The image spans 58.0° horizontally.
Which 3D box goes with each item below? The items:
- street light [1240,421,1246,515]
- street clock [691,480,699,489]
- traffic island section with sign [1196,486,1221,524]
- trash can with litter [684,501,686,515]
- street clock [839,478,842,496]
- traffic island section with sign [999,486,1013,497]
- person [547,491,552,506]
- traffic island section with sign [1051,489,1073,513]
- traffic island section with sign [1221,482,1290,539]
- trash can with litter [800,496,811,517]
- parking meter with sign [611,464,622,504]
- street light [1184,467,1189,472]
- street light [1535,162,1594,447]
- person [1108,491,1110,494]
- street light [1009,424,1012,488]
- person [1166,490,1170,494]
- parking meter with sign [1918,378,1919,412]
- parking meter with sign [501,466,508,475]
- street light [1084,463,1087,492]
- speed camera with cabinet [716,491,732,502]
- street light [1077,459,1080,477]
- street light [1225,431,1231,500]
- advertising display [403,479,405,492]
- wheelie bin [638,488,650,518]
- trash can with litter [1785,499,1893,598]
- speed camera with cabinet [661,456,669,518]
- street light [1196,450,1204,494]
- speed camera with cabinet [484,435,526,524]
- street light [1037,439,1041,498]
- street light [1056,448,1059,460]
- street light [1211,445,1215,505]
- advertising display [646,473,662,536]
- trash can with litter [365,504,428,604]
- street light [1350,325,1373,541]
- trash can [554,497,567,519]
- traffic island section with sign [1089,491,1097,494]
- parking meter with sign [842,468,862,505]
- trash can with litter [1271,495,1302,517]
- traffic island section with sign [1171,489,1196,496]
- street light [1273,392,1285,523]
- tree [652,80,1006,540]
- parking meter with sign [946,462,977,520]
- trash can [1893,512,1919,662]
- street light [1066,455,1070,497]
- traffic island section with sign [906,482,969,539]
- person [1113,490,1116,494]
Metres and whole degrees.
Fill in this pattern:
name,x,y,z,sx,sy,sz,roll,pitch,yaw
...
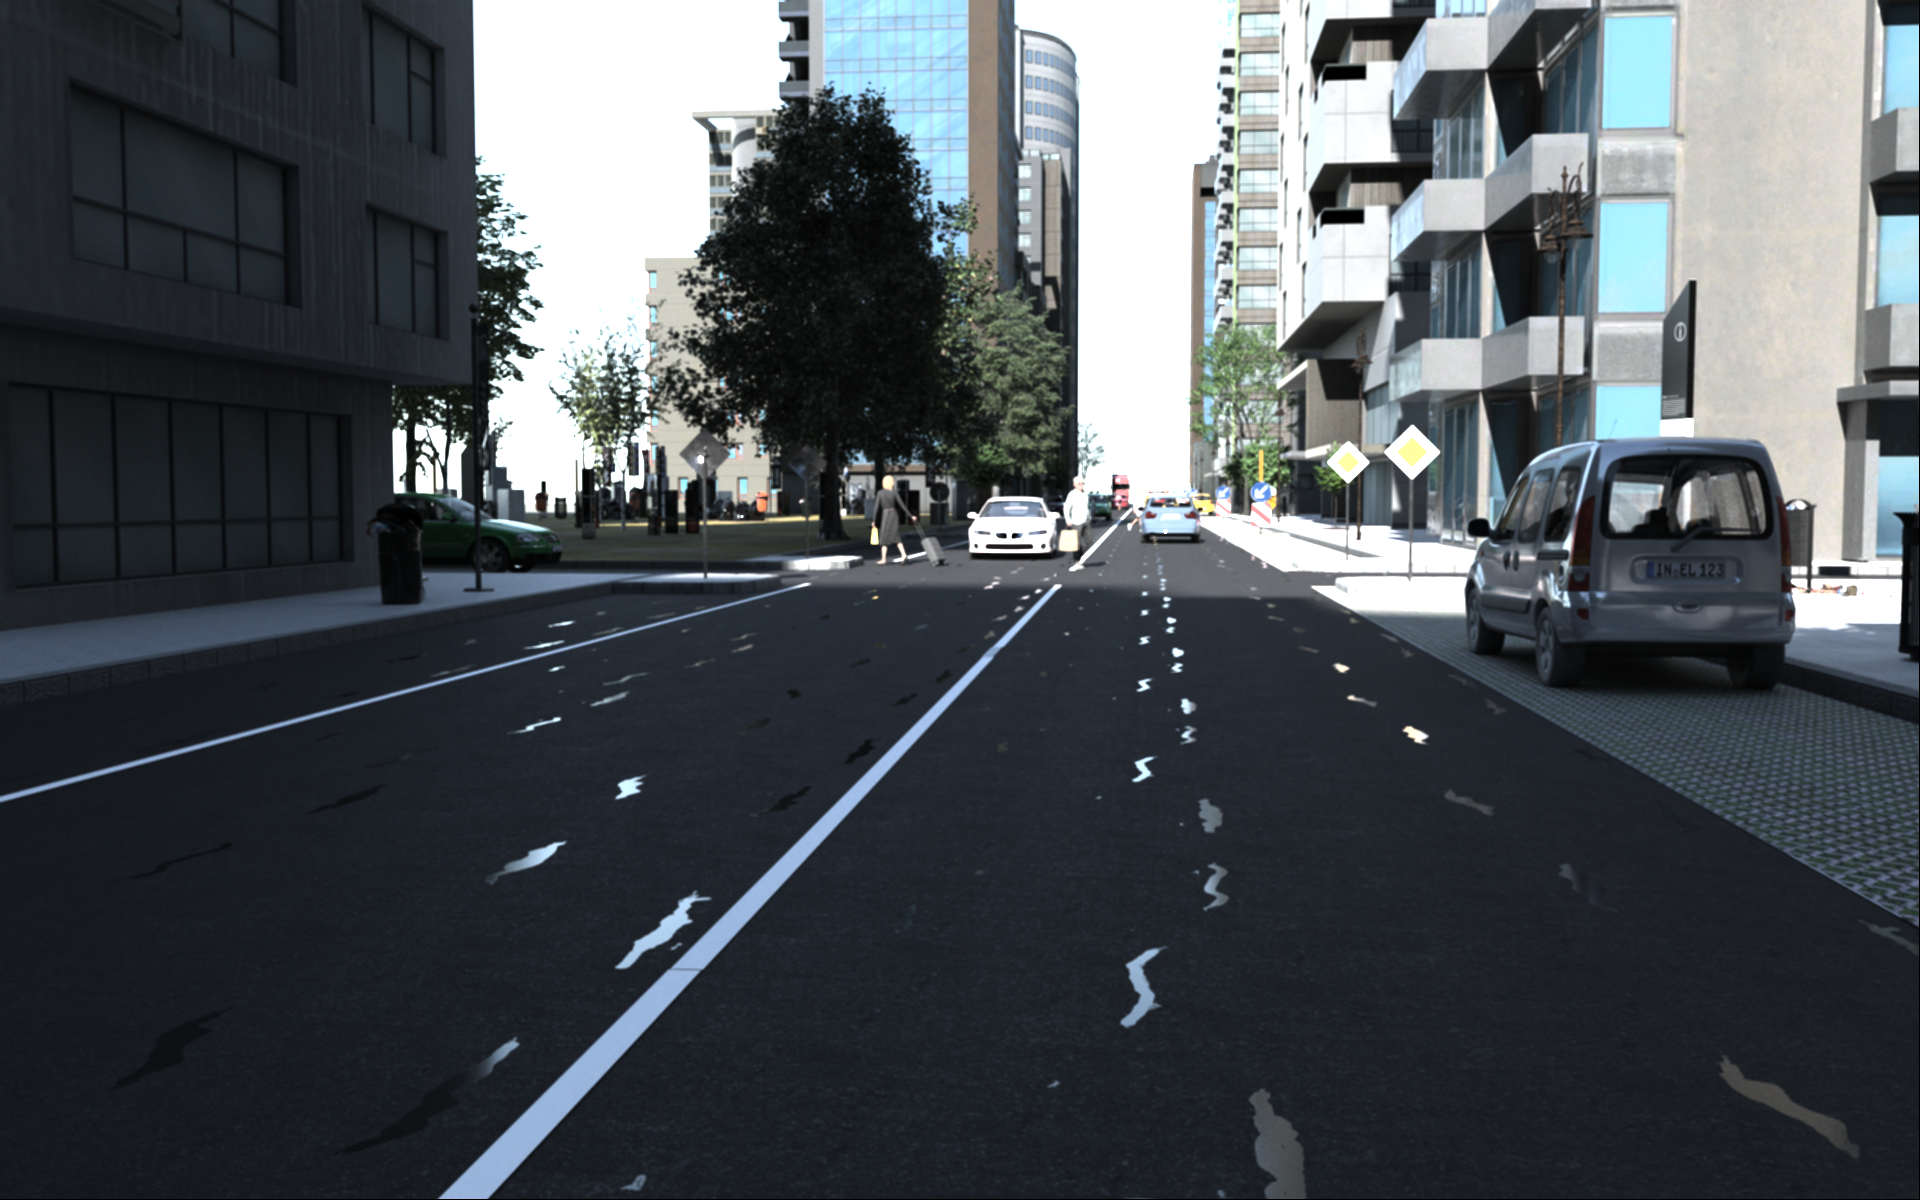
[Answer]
name,x,y,z,sx,sy,sz,roll,pitch,yaw
street light,17.381,-8.205,106.938,0.468,5.910,1.993,0,4,6
street clock,-13.620,-5.168,89.073,0.358,2.002,0.471,1,4,18
traffic island section with sign,12.408,-4.523,82.572,1.989,1.847,2.006,0,4,6
trash can with litter,-16.454,-5.822,106.573,1.055,1.170,0.624,2,4,29
street clock,-5.426,-4.427,76.950,0.358,2.002,0.471,-1,4,-18
traffic island section with sign,2.275,-4.604,83.902,1.989,1.847,2.006,0,4,6
person,-46.600,-11.392,195.577,1.217,1.723,0.721,1,4,13
traffic island section with sign,7.594,-7.636,133.470,1.989,1.847,2.006,0,4,6
traffic island section with sign,9.527,-2.880,55.717,1.989,1.847,2.006,0,4,6
trash can with litter,-8.550,-5.172,95.956,0.624,1.170,1.055,0,4,-1
parking meter with sign,-19.027,-6.085,95.743,0.543,3.016,1.738,-2,4,-29
street light,34.531,-17.922,265.813,0.468,5.910,1.993,0,4,6
street light,8.521,-3.167,24.572,0.468,5.910,1.993,0,4,6
person,16.622,-11.235,192.894,1.217,1.736,0.721,3,4,38
street light,3.211,-8.445,110.859,0.468,5.910,1.993,0,4,6
person,13.238,-6.224,111.079,0.721,1.723,1.217,-3,4,-38
parking meter with sign,14.244,-1.725,24.462,0.543,3.016,1.738,0,4,1
parking meter with sign,-28.331,-6.782,107.146,0.543,3.016,1.738,-1,4,-9
street light,18.314,-17.108,252.508,0.468,5.910,1.993,0,4,6
speed camera with cabinet,-14.167,-6.483,100.336,2.038,3.252,0.660,-3,5,-44
street light,15.262,-15.301,222.964,0.468,5.910,1.993,0,4,6
street light,19.165,-9.256,124.120,0.468,5.910,1.993,0,4,6
advertising display,-24.026,-4.305,75.607,0.123,1.923,0.974,-3,5,-44
wheelie bin,-17.042,-5.250,93.742,0.980,1.594,0.693,-1,4,-20
trash can with litter,10.967,-0.689,22.318,1.678,1.210,2.233,-1,4,-14
speed camera with cabinet,-15.302,-5.835,89.742,0.660,3.252,2.038,0,4,1
street light,25.548,-12.876,183.317,0.468,5.910,1.993,0,4,6
speed camera with cabinet,-15.053,-3.848,57.256,0.660,3.252,2.038,-3,4,-38
street light,6.387,-10.254,140.442,0.468,5.910,1.993,0,4,6
street light,9.543,-12.078,170.264,0.468,5.910,1.993,0,4,6
street light,22.459,-11.061,153.638,0.468,5.910,1.993,0,4,6
advertising display,-9.535,-2.981,53.958,0.123,1.923,0.974,-2,4,-32
trash can with litter,-6.630,-0.555,20.456,0.624,1.170,1.055,-1,4,-12
street light,10.976,-4.571,47.521,0.468,5.910,1.993,0,4,6
trash can,-20.904,-4.833,90.672,0.748,1.137,0.748,0,3,0
traffic island section with sign,19.321,-14.316,242.694,1.989,1.847,2.006,0,4,6
parking meter with sign,-6.659,-6.972,110.249,1.738,3.016,0.543,2,4,33
trash can with litter,18.581,-5.362,98.734,1.678,1.210,2.233,0,4,7
traffic island section with sign,20.679,-9.229,159.521,1.989,1.847,2.006,0,4,6
street light,14.270,-6.398,77.401,0.468,5.910,1.993,0,4,6
tree,-3.566,-8.026,48.230,9.611,12.733,9.660,0,3,0
parking meter with sign,0.012,-5.451,85.385,1.738,3.016,0.543,-3,4,-37
trash can,7.550,-0.098,13.261,0.748,1.137,0.748,0,3,0
street light,12.015,-13.496,193.441,0.468,5.910,1.993,0,4,6
traffic island section with sign,-0.652,-2.933,56.586,1.989,1.847,2.006,0,4,6
person,18.422,-12.176,207.212,1.348,1.869,0.705,2,4,29
